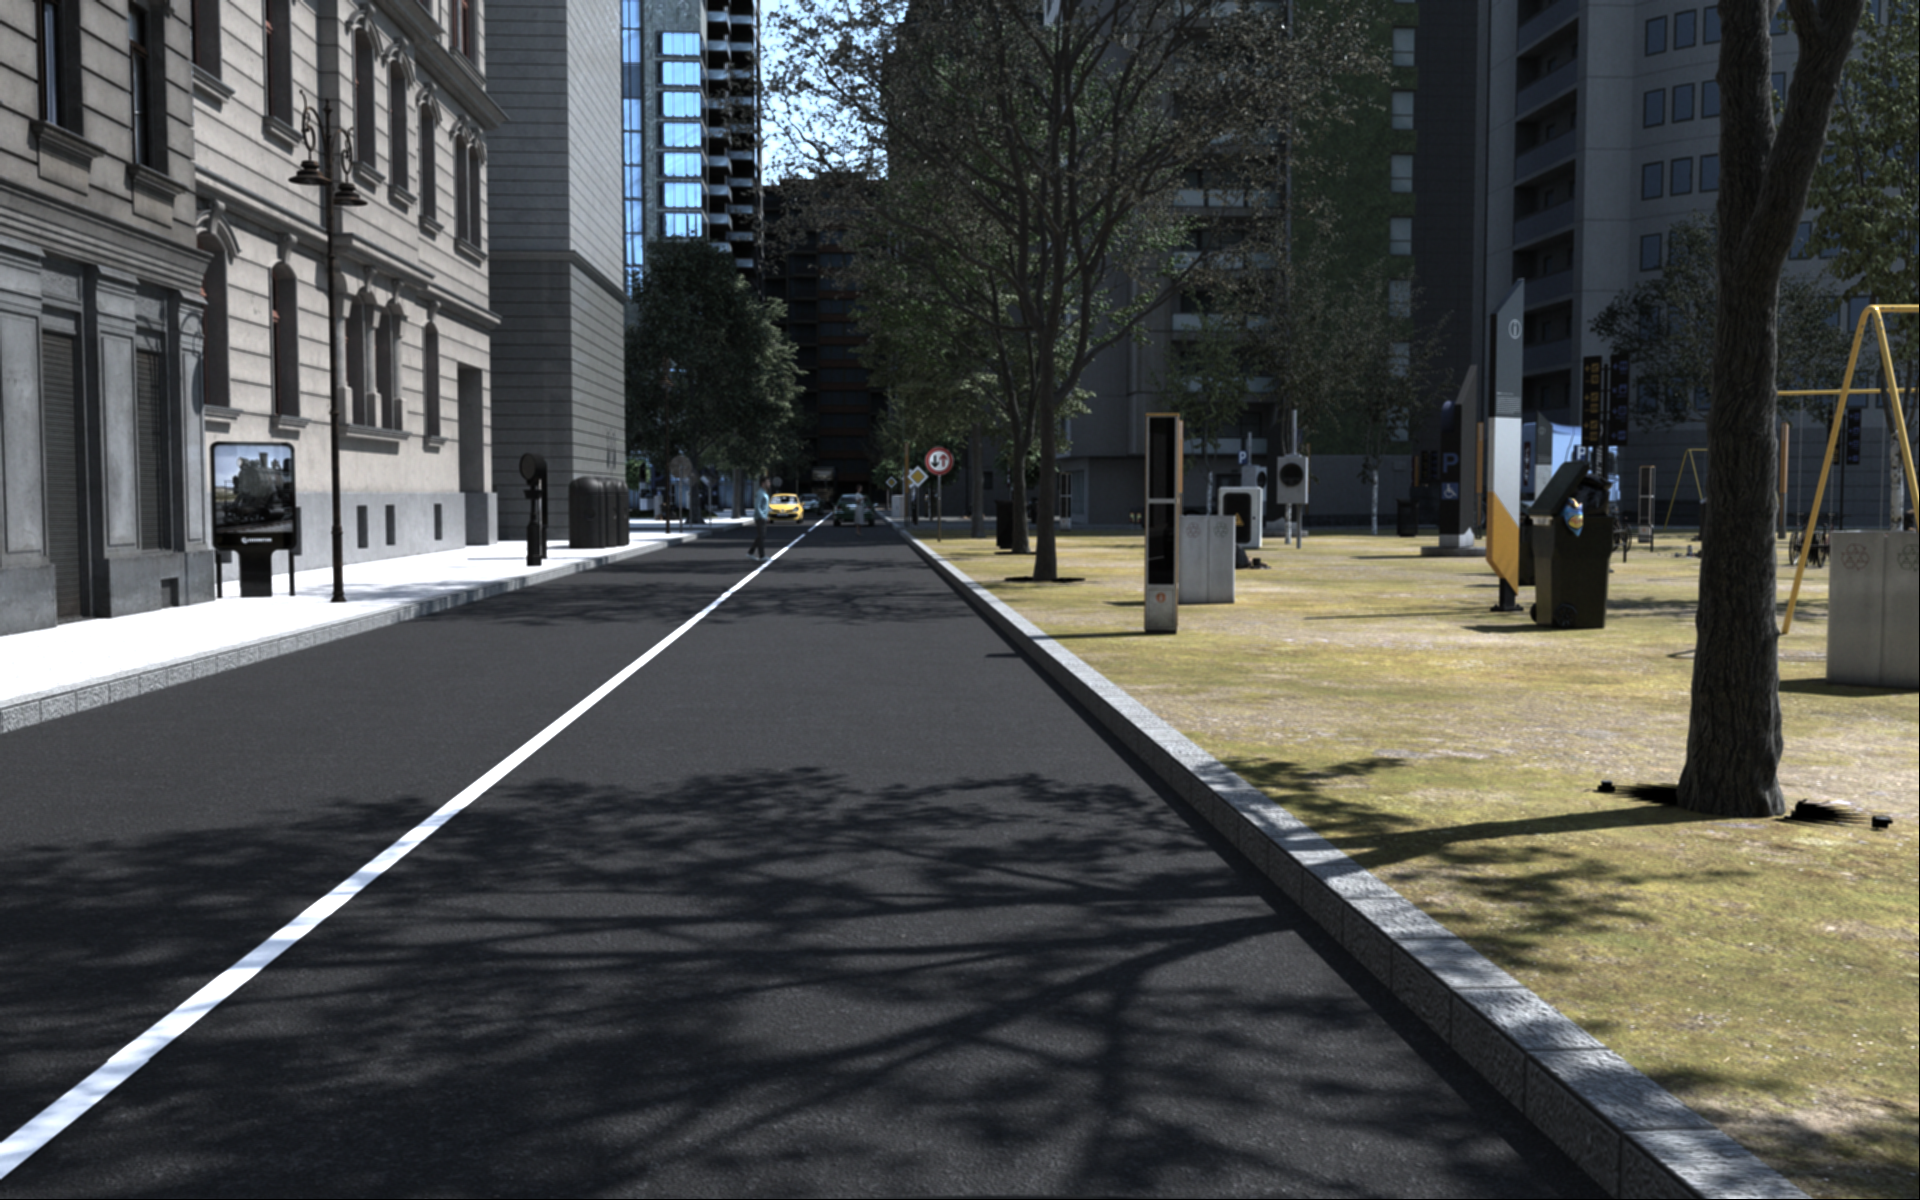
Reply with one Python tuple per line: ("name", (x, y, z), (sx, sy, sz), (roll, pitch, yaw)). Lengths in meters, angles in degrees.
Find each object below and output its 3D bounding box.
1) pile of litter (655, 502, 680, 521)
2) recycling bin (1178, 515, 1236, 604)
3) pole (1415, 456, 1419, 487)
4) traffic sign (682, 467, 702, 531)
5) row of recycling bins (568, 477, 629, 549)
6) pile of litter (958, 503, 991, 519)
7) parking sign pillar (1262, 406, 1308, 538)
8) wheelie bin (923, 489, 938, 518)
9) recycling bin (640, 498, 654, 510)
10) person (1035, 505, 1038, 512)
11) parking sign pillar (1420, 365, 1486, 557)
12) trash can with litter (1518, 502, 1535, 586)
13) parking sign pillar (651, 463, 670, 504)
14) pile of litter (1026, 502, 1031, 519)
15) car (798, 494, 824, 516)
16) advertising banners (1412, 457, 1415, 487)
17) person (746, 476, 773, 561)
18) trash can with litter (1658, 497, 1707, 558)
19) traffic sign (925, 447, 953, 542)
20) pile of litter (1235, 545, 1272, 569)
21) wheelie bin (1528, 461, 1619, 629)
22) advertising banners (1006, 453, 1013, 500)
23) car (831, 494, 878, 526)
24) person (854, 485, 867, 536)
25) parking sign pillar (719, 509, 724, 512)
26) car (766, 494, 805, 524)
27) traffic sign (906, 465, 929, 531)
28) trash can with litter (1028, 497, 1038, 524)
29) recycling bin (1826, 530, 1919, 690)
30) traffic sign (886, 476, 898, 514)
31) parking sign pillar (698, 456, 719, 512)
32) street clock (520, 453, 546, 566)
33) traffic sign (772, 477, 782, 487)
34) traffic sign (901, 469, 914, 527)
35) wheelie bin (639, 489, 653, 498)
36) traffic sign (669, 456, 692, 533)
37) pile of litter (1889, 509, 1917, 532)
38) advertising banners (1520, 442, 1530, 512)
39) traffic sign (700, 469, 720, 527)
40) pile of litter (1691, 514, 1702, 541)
("pile of litter", (-14.358, -4.305, 84.347), (1.719, 0.858, 1.176), (1, 4, 12))
("recycling bin", (2.800, -0.488, 20.526), (0.722, 1.027, 0.722), (-1, 4, -14))
("pole", (24.462, -6.051, 92.773), (0.158, 3.312, 0.155), (0, 3, 0))
("traffic sign", (-9.300, -3.435, 59.802), (0.795, 2.450, 0.064), (0, 4, -3))
("row of recycling bins", (-8.726, -2.144, 42.163), (1.069, 1.692, 3.534), (0, 4, 1))
("pile of litter", (0.778, -4.672, 90.360), (1.719, 0.858, 1.176), (0, 4, 5))
("parking sign pillar", (9.683, -3.869, 51.727), (1.447, 3.967, 1.447), (-1, 4, -22))
("wheelie bin", (-1.587, -5.268, 94.040), (0.693, 1.594, 0.980), (1, 4, 16))
("recycling bin", (-18.977, -5.673, 105.314), (0.722, 1.027, 0.722), (3, 5, 42))
("person", (3.225, -3.495, 66.226), (0.593, 1.750, 0.643), (2, 4, 35))
("parking sign pillar", (10.287, -2.893, 35.769), (1.447, 3.967, 1.447), (2, 4, 29))
("trash can with litter", (8.242, -0.789, 24.293), (1.055, 1.170, 0.624), (2, 4, 32))
("parking sign pillar", (-20.900, -8.095, 120.828), (1.447, 3.967, 1.447), (1, 4, 20))
("pile of litter", (3.277, -4.693, 90.689), (1.719, 0.858, 1.176), (-3, 5, -40))
("car", (-10.082, -6.332, 115.326), (2.131, 1.459, 4.920), (0, 4, -2))
("advertising banners", (21.768, -5.187, 80.998), (2.074, 3.025, 0.090), (1, 4, 15))
("person", (-4.334, -1.764, 37.360), (0.620, 1.820, 0.660), (0, 4, -2))
("trash can with litter", (15.077, -1.483, 35.313), (1.678, 1.210, 2.233), (2, 4, 26))
("traffic sign", (-0.559, -2.840, 46.532), (0.768, 2.556, 0.104), (0, 4, -2))
("pile of litter", (4.632, -0.998, 30.276), (1.176, 0.858, 1.719), (-2, 4, -34))
("wheelie bin", (5.926, -0.541, 16.760), (0.693, 1.594, 0.980), (0, 4, -2))
("advertising banners", (2.312, -4.785, 74.419), (0.090, 3.025, 2.074), (1, 4, 20))
("car", (-4.764, -4.059, 78.160), (2.131, 1.459, 4.920), (0, 4, -2))
("person", (-3.403, -3.108, 59.892), (0.524, 1.755, 0.480), (1, 4, 18))
("parking sign pillar", (-17.834, -8.369, 125.308), (1.447, 3.967, 1.447), (-1, 4, -15))
("car", (-8.538, -4.532, 84.325), (2.015, 1.641, 3.980), (0, 4, -3))
("traffic sign", (-1.468, -3.462, 60.248), (0.795, 2.450, 0.064), (0, 4, -3))
("trash can with litter", (3.500, -3.877, 74.781), (1.055, 1.170, 0.624), (-2, 4, -24))
("recycling bin", (6.352, 0.052, 11.701), (0.722, 1.027, 0.722), (3, 5, 43))
("traffic sign", (-4.353, -6.666, 110.181), (0.795, 2.450, 0.064), (0, 4, 2))
("parking sign pillar", (-18.043, -8.152, 121.751), (1.447, 3.967, 1.447), (0, 4, 7))
("street clock", (-7.602, -1.608, 30.856), (0.471, 2.002, 0.358), (3, 5, 40))
("traffic sign", (-13.439, -7.785, 127.384), (0.768, 2.556, 0.104), (0, 4, 6))
("traffic sign", (-1.945, -3.950, 68.219), (0.795, 2.450, 0.064), (0, 4, -3))
("wheelie bin", (-21.038, -6.604, 115.887), (0.980, 1.594, 0.693), (1, 4, 9))
("traffic sign", (-9.257, -3.503, 57.387), (0.768, 2.556, 0.104), (0, 4, 5))
("pile of litter", (27.154, -2.188, 49.731), (1.176, 0.858, 1.719), (-1, 4, -21))
("advertising banners", (18.911, -3.825, 58.729), (0.090, 3.025, 2.074), (0, 4, -3))
("traffic sign", (-9.777, -3.922, 67.773), (0.795, 2.450, 0.064), (0, 4, -3))
("pile of litter", (20.705, -2.049, 47.463), (1.176, 0.858, 1.719), (-1, 4, -9))
